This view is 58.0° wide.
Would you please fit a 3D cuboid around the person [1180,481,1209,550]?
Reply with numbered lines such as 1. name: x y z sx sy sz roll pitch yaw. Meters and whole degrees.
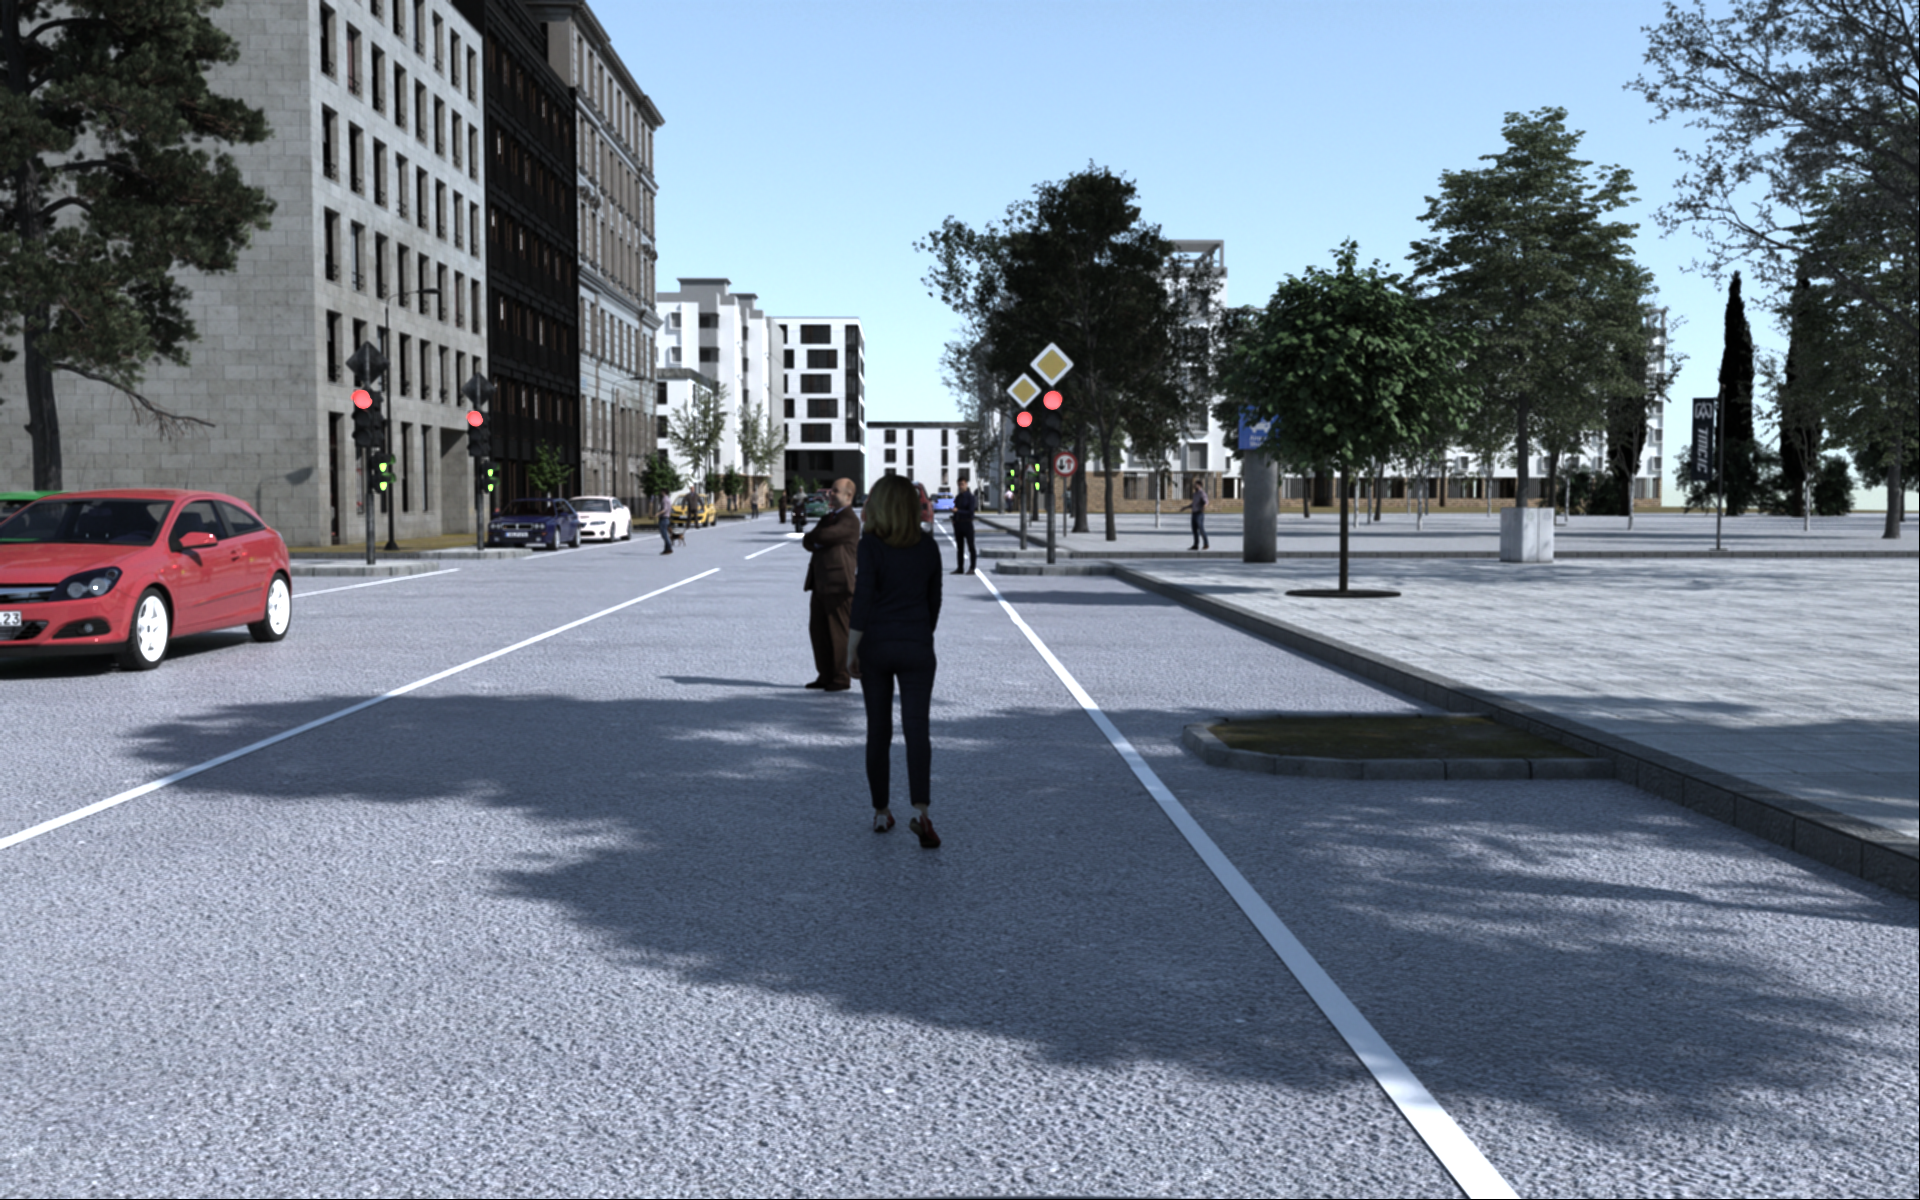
1. person: 5.406 -1.923 39.447 0.435 1.587 0.963 -2 4 -30

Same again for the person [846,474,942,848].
1. person: -0.233 0.236 7.186 0.480 1.512 0.613 -3 4 -36

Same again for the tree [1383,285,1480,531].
1. tree: 16.088 -6.723 60.287 4.360 8.622 3.978 0 3 0

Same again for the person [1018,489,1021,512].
1. person: 4.457 -7.392 126.537 0.705 1.869 1.348 0 4 8

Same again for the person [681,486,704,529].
1. person: -10.941 -3.791 71.035 0.990 1.755 0.434 -1 4 -22

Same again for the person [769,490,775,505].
1. person: -18.753 -9.987 170.059 1.217 1.736 0.721 -1 4 -23

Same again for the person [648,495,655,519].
1. person: -15.651 -4.884 87.956 0.319 1.574 0.516 1 4 14

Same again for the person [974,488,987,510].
1. person: 1.605 -8.048 137.654 1.348 1.821 0.705 -2 4 -29

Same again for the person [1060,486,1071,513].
1. person: 7.344 -6.799 117.282 1.350 1.814 0.705 -2 4 -28

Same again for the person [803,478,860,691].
1. person: -0.928 -0.112 12.608 0.388 1.546 0.482 -2 4 -28

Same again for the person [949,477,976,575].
1. person: 0.018 -1.325 30.866 0.576 1.737 0.504 3 4 37

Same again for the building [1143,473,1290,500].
1. building: 31.500 -16.164 206.420 28.070 9.664 9.099 0 4 -2

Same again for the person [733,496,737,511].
1. person: -16.755 -7.451 128.789 0.530 1.710 0.541 1 4 19

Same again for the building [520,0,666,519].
1. building: -22.637 -17.702 86.691 12.463 27.353 25.104 0 4 -2

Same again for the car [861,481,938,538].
1. car: -1.795 -2.572 50.728 2.281 1.827 5.304 0 4 0

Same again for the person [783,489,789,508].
1. person: -16.200 -9.430 160.936 0.721 1.735 1.217 1 4 20

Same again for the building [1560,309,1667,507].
1. building: 65.615 -19.969 182.914 11.380 20.091 16.016 0 4 -2

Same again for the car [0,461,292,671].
1. car: -7.473 -0.387 15.366 2.155 1.783 4.494 0 4 -1

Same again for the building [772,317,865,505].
1. building: -28.318 -22.602 213.511 32.646 21.610 27.936 0 4 -2

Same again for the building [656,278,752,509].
1. building: -26.760 -17.915 149.322 16.016 20.091 11.380 0 4 -2

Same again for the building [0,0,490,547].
1. building: -20.844 -11.906 49.423 10.420 20.320 16.860 0 4 -2

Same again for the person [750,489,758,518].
1. person: -12.186 -5.684 101.969 0.617 1.759 0.750 -3 4 -37

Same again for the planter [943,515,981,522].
1. planter: 0.098 -4.299 91.431 1.991 0.319 1.994 0 4 -2

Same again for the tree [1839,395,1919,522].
1. tree: 49.854 -7.462 84.904 11.467 7.101 20.602 2 4 29

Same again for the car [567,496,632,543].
1. car: -11.083 -2.430 52.087 2.083 1.381 4.827 0 4 -1

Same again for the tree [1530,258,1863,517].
1. tree: 43.522 -12.185 101.051 18.604 14.587 13.155 1 4 10

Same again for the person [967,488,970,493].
1. person: 0.699 -9.449 160.539 1.348 1.824 0.705 1 4 13

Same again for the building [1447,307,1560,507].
1. building: 54.102 -19.910 181.952 11.380 20.091 16.016 0 4 -2

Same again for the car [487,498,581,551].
1. car: -11.024 -1.979 44.929 1.945 1.354 3.894 0 4 0

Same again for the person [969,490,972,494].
1. person: 0.828 -11.047 187.212 0.990 1.755 0.434 -2 4 -34

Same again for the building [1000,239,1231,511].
1. building: 11.550 -16.925 133.140 16.016 20.091 11.380 0 4 -2

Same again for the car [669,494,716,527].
1. car: -11.788 -4.037 76.230 2.015 1.641 3.980 0 4 -1

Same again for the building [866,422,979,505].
1. building: 3.085 -16.101 205.404 28.070 9.664 9.099 0 4 -2

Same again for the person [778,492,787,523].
1. person: -8.694 -4.538 84.965 0.388 1.546 0.482 -3 4 -36

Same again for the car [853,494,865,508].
1. car: -10.251 -10.501 183.485 2.131 1.459 4.920 0 4 -3

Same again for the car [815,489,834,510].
1. car: -10.393 -7.687 134.351 2.281 1.827 5.304 0 4 -2

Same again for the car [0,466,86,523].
1. car: -10.311 -0.643 19.304 1.959 1.807 4.718 0 4 -3

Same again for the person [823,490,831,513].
1. person: -9.803 -7.211 127.202 0.445 1.727 0.742 1 4 19

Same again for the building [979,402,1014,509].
1. building: 7.045 -12.898 153.034 9.099 9.664 28.070 0 4 -2

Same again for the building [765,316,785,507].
1. building: -34.678 -19.184 180.117 31.486 18.905 16.747 0 4 -2

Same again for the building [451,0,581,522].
1. building: -22.305 -14.466 66.198 12.332 23.373 15.834 0 4 -2

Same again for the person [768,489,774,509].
1. person: -16.444 -8.784 150.193 0.617 1.759 0.750 -2 4 -29

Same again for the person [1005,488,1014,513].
1. person: 3.336 -6.860 119.144 0.756 1.711 0.436 -2 4 -25

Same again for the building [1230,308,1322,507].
1. building: 30.237 -19.939 182.423 11.380 20.091 16.016 0 4 -2

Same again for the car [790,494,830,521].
1. car: -7.986 -4.937 92.524 2.131 1.459 4.920 0 4 -2

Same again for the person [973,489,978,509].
1. person: 1.365 -8.433 144.594 0.551 1.740 0.621 1 4 9

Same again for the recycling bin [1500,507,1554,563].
1. recycling bin: 10.640 -1.221 32.516 0.722 1.027 0.722 -1 4 -16

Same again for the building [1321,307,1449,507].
1. building: 42.730 -19.882 181.497 11.380 20.091 16.016 0 4 -2

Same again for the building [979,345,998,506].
1. building: 10.378 -19.332 172.499 16.016 20.091 11.380 0 4 -2

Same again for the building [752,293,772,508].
1. building: -25.699 -18.611 160.713 16.016 20.091 11.380 0 4 -2

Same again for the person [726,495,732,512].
1. person: -16.910 -7.376 127.345 0.721 1.736 1.217 1 4 19

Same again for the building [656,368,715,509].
1. building: -22.842 -11.444 129.262 9.099 9.664 28.070 0 4 -2

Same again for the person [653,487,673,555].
1. person: -6.955 -1.849 40.688 0.435 1.587 0.963 0 4 -6

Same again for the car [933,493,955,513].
1. car: -1.163 -7.389 130.401 1.945 1.707 3.694 0 4 -3
